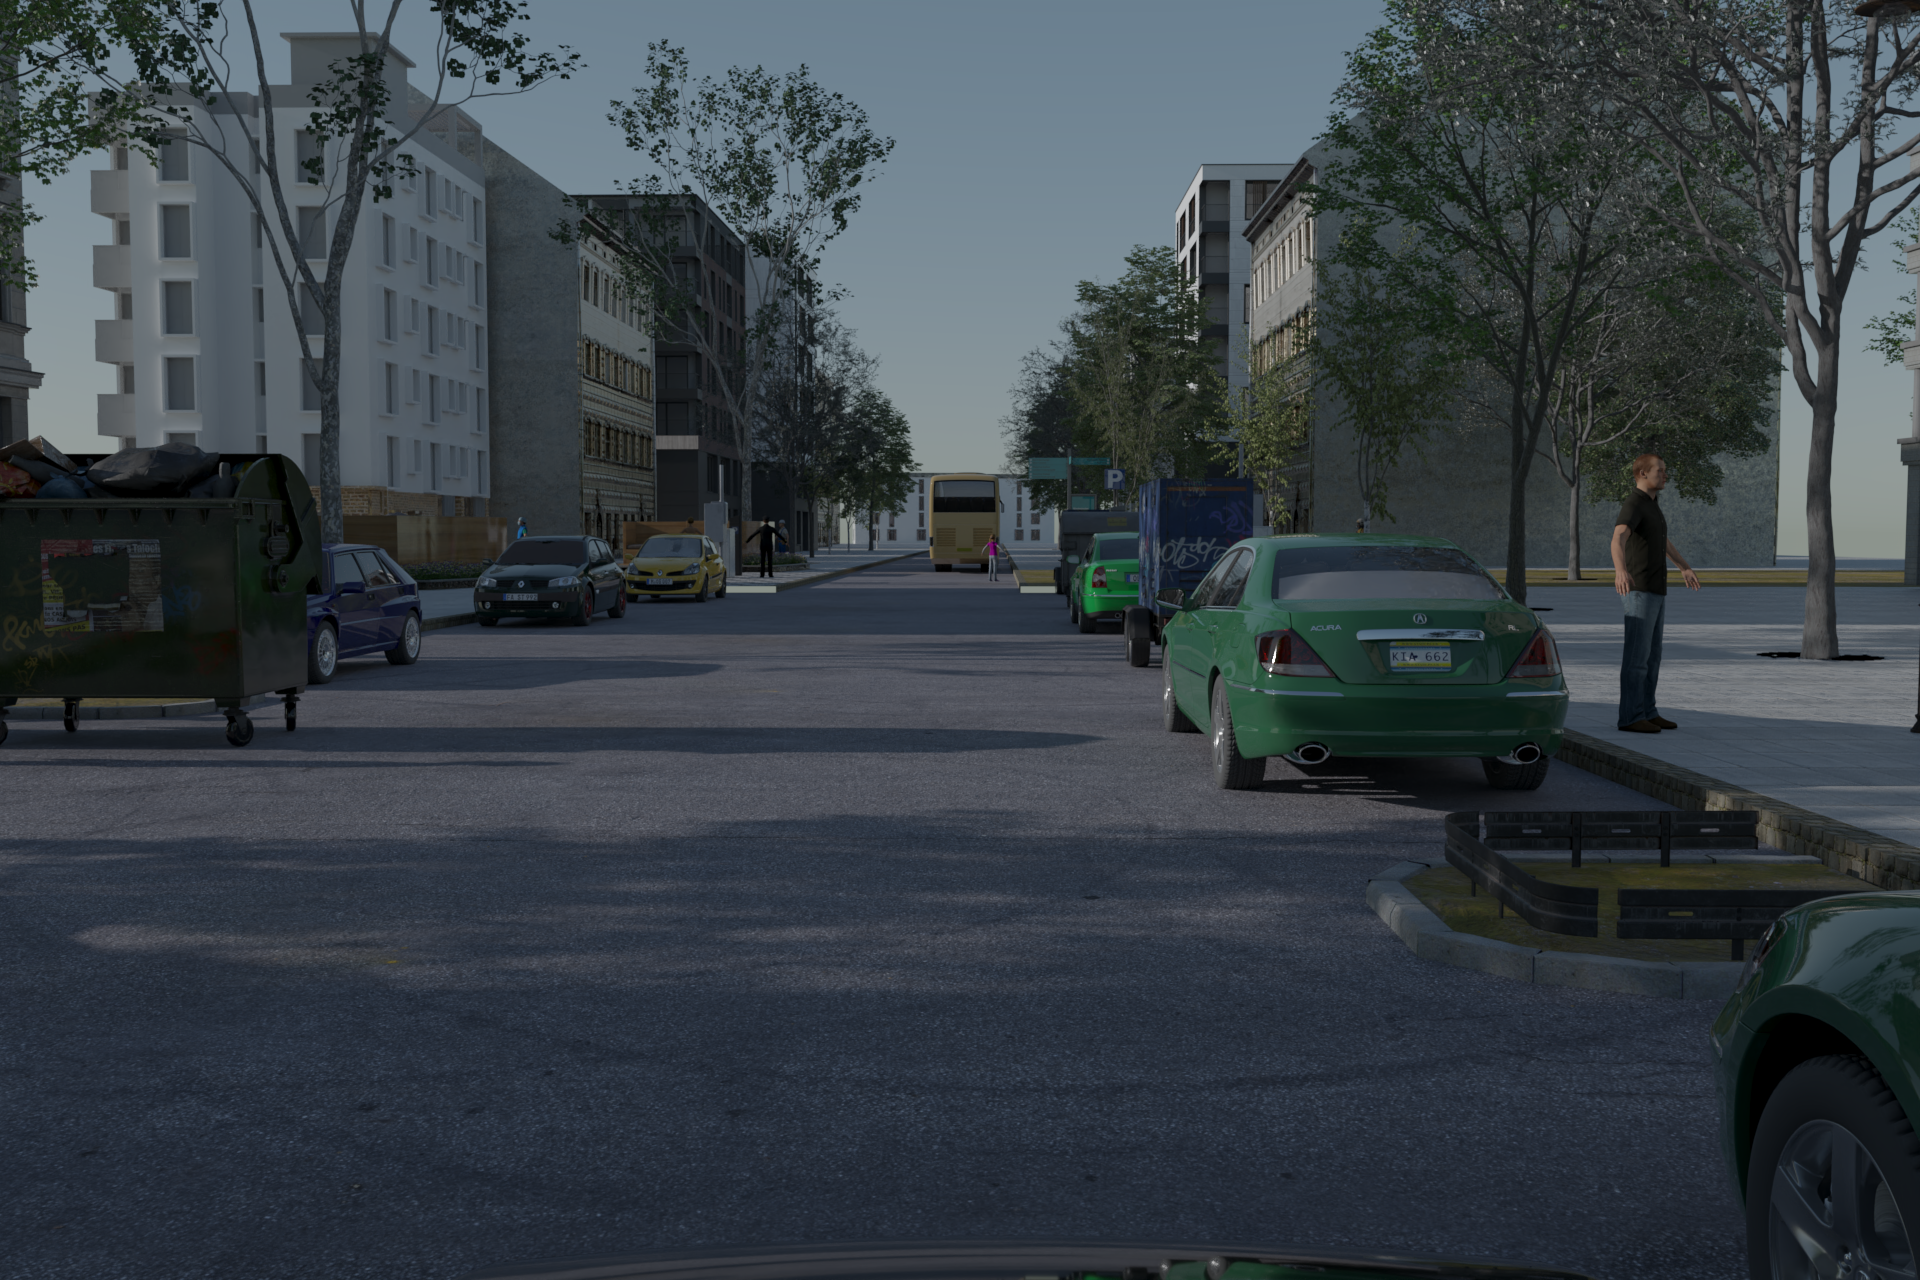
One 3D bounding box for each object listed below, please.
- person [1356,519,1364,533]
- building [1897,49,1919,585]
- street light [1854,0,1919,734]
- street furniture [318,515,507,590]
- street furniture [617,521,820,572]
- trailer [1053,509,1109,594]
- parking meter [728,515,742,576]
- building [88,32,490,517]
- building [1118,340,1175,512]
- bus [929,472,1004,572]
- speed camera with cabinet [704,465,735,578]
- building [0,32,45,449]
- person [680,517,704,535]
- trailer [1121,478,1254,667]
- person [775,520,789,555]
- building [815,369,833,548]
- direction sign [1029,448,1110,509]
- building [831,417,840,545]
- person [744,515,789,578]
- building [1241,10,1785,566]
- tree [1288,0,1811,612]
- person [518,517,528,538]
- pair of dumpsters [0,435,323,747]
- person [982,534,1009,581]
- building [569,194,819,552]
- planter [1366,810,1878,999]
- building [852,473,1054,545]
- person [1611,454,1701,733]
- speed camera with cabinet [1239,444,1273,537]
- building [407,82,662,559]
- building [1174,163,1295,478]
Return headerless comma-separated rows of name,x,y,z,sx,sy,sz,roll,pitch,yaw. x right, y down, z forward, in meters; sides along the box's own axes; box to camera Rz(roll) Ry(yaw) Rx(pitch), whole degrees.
person,14.883,-3.587,64.413,0.705,1.858,1.354,0,4,-7
building,25.844,-11.320,31.755,8.464,21.280,15.925,0,4,1
street light,6.240,-2.338,11.007,0.468,5.910,1.993,0,4,1
street furniture,-14.306,-2.172,42.366,11.010,1.723,9.812,1,4,15
street furniture,-7.949,-3.355,61.709,9.812,1.723,11.010,0,4,8
trailer,3.007,-2.144,42.106,1.471,1.999,3.904,0,4,1
parking meter,-6.903,-2.903,53.175,0.399,1.863,0.255,0,4,3
building,-26.995,-12.872,66.879,16.016,20.090,11.380,0,4,2
building,24.624,-18.287,165.442,16.747,18.905,31.486,0,4,1
bus,0.303,-4.678,68.030,2.896,3.916,12.252,0,4,1
speed camera with cabinet,-6.982,-3.422,50.279,0.660,3.252,2.038,0,4,2
building,-29.487,-10.744,25.627,10.553,20.879,40.483,0,4,2
person,-7.081,-2.373,45.601,1.217,1.733,0.721,-1,4,-8
trailer,2.565,-0.771,19.655,1.471,1.999,3.904,0,4,1
person,-7.077,-3.844,68.712,0.705,1.847,1.347,-2,4,-33
building,-22.485,-20.509,166.249,19.493,23.208,18.063,0,4,1
direction sign,3.396,-3.960,53.514,2.525,3.948,1.411,0,4,2
building,-24.666,-23.240,210.902,19.493,23.208,18.063,0,4,1
person,-5.723,-2.769,51.214,1.347,1.837,0.705,0,4,-5
building,23.590,-15.096,77.752,19.493,23.208,18.063,0,4,2
tree,9.531,-6.304,28.825,9.928,11.665,9.643,0,3,0
person,-13.915,-2.989,54.996,0.704,1.817,1.347,-2,4,-24
pair of dumpsters,-6.881,-0.433,12.037,4.436,2.255,1.574,0,4,1
person,1.044,-2.491,52.446,0.991,1.433,0.599,3,4,37
building,-25.734,-16.940,120.949,27.936,21.610,32.646,0,4,2
planter,2.559,0.907,6.313,1.991,0.319,1.994,0,4,2
building,-0.838,-17.904,237.334,28.070,9.664,9.099,0,4,-8
person,4.487,-0.310,11.281,0.705,1.803,1.348,3,5,41
speed camera with cabinet,6.336,-2.634,37.401,0.660,3.252,2.038,0,4,2
building,-26.884,-15.852,90.110,19.493,23.208,18.063,0,4,1
building,27.591,-16.390,111.953,27.936,21.610,32.646,0,4,1
